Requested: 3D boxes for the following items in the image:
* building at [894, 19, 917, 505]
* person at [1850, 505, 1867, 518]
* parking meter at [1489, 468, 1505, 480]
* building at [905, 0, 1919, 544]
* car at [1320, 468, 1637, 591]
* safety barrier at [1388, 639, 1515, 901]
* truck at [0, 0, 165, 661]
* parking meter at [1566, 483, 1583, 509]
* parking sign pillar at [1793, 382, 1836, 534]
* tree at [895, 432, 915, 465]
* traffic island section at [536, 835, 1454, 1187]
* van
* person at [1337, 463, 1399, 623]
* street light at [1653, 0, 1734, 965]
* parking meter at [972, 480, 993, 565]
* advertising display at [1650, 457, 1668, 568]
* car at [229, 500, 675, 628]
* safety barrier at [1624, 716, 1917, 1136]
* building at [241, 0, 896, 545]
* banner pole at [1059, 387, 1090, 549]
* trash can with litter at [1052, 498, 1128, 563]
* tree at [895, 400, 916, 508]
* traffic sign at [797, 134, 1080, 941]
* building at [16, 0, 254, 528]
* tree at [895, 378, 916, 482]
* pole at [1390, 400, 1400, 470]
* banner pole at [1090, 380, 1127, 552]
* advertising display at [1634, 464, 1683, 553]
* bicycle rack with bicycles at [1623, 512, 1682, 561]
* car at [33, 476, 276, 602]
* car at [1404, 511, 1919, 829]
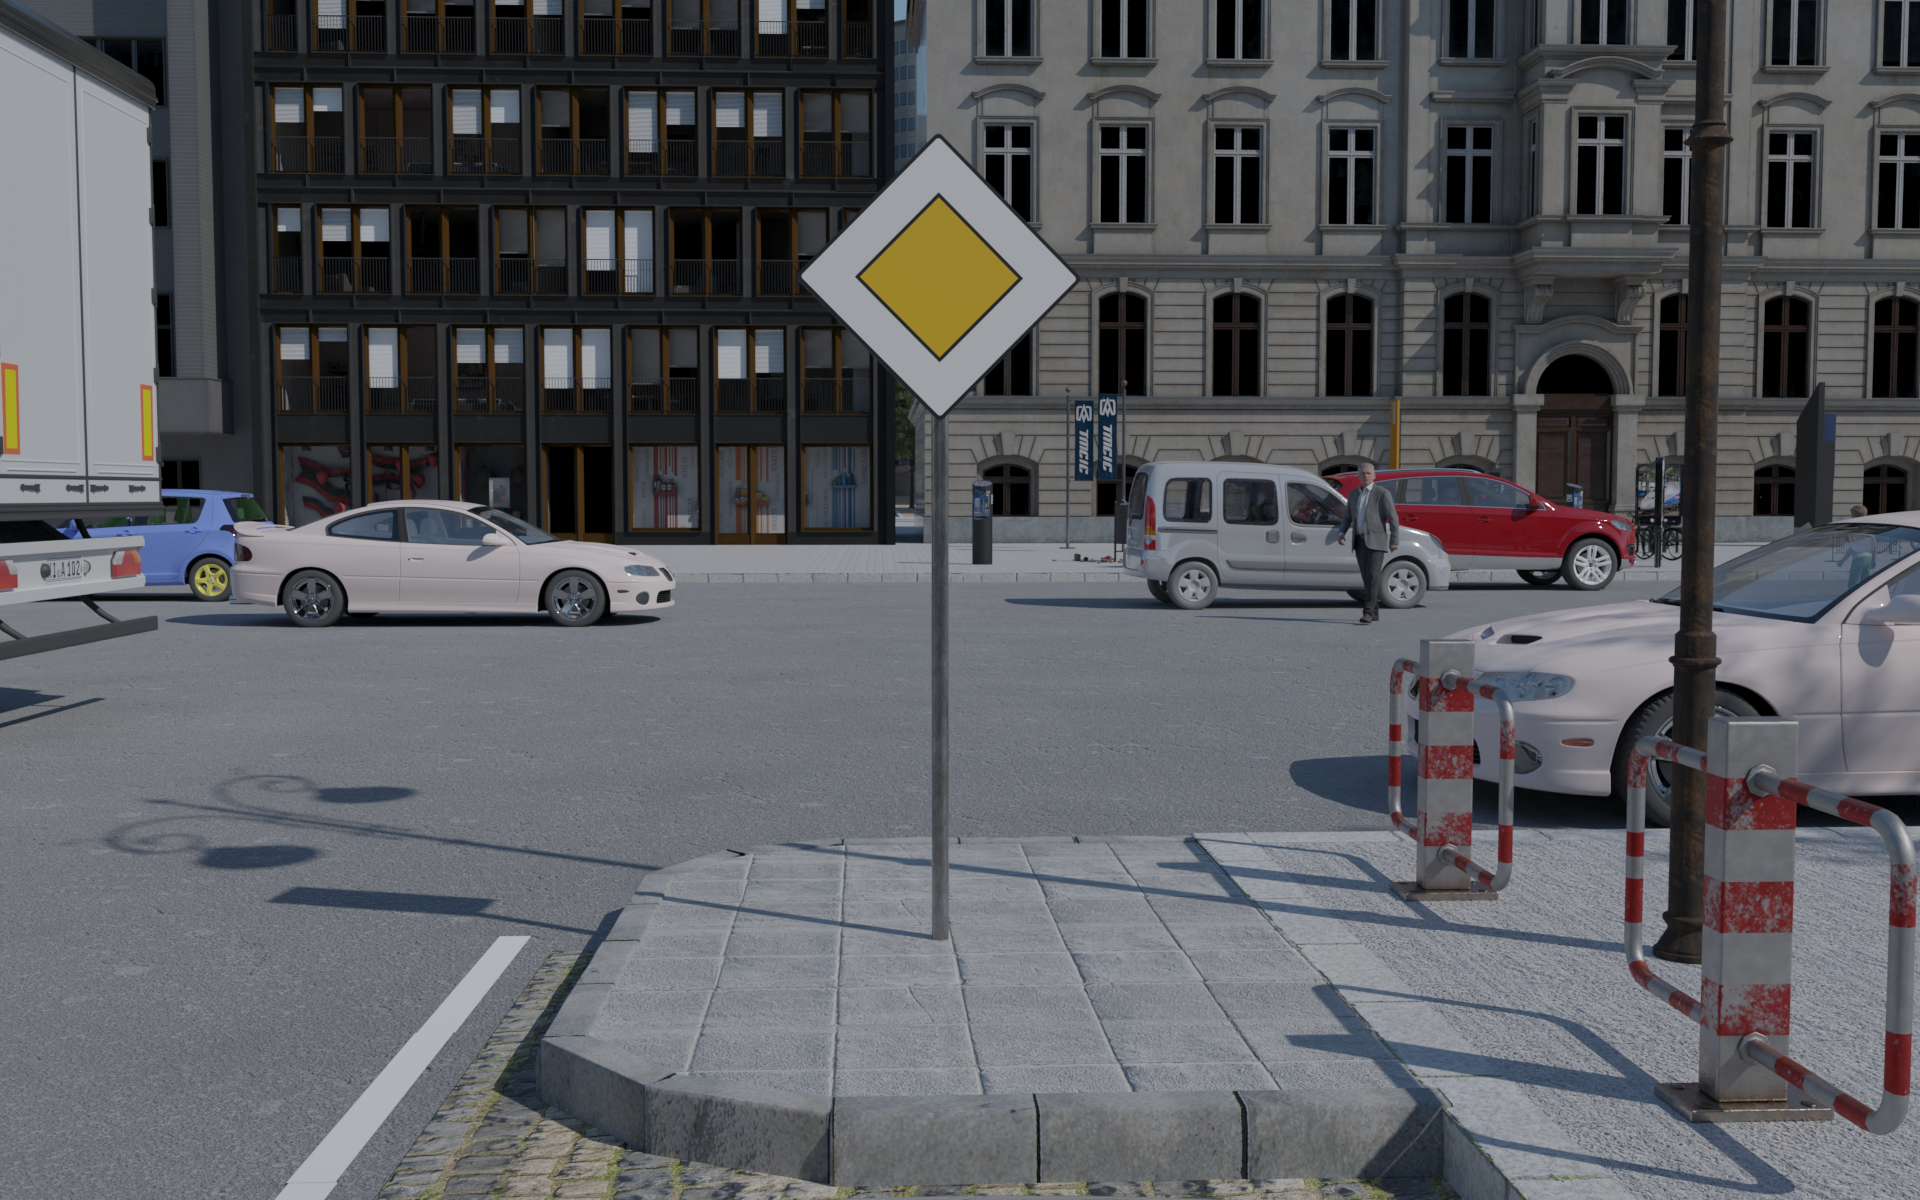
[{"bbox_3d":[1.971,-41.008,212.481,28.212,58.520,21.231,0,4,-3],"label":"building"},{"bbox_3d":[10.839,-0.489,20.750,0.306,1.304,0.590,-3,5,-44],"label":"person"},{"bbox_3d":[11.980,-2.017,38.695,0.255,1.863,0.399,3,4,36],"label":"parking meter"},{"bbox_3d":[15.728,-14.123,49.995,34.723,24.649,14.460,0,4,-3],"label":"building"},{"bbox_3d":[7.620,-1.084,26.395,5.304,1.827,2.281,0,4,-5],"label":"car"},{"bbox_3d":[1.546,0.536,5.519,0.300,0.817,1.120,0,4,-3],"label":"safety barrier"},{"bbox_3d":[-10.947,-1.305,10.252,11.283,4.237,2.839,0,4,-4],"label":"truck"},{"bbox_3d":[14.215,-1.938,40.091,0.372,1.533,0.369,0,3,0],"label":"parking meter"},{"bbox_3d":[20.889,-3.294,42.336,1.447,3.967,1.447,0,4,5],"label":"parking sign pillar"},{"bbox_3d":[-3.135,-12.649,141.227,7.601,10.594,8.767,3,5,39],"label":"tree"},{"bbox_3d":[-0.037,1.056,5.012,2.009,0.180,2.903,0,4,-3],"label":"traffic island section"},{"bbox_3d":[4.179,-0.931,22.231,4.112,2.044,2.013,0,4,-4],"label":"van"},{"bbox_3d":[4.502,-0.631,19.213,0.661,1.777,0.834,2,4,34],"label":"person"},{"bbox_3d":[2.020,-1.947,4.629,0.468,5.910,1.993,0,4,-3],"label":"street light"},{"bbox_3d":[0.408,-1.415,31.541,0.372,1.533,0.369,0,3,0],"label":"parking meter"},{"bbox_3d":[12.310,-1.546,30.486,0.123,1.923,0.974,2,4,25],"label":"advertising display"},{"bbox_3d":[-5.633,-0.434,19.455,4.827,1.381,2.083,0,4,-2],"label":"car"},{"bbox_3d":[1.636,0.653,3.597,0.300,0.817,1.120,0,4,-3],"label":"safety barrier"},{"bbox_3d":[-9.801,-13.387,48.549,15.834,23.373,12.332,0,4,-3],"label":"building"},{"bbox_3d":[2.757,-3.098,40.666,0.863,3.779,0.401,-1,4,-11],"label":"banner pole"},{"bbox_3d":[2.856,-1.331,32.819,2.233,1.210,1.678,2,4,28],"label":"trash can with litter"},{"bbox_3d":[-4.103,-15.255,156.837,7.806,13.903,7.818,0,3,0],"label":"tree"},{"bbox_3d":[-0.060,-0.079,4.933,0.795,2.450,0.064,0,4,-3],"label":"traffic sign"},{"bbox_3d":[-32.833,-14.009,48.114,30.058,24.678,14.314,0,4,-3],"label":"building"},{"bbox_3d":[-1.903,-11.217,105.446,6.751,12.117,7.091,0,3,0],"label":"tree"},{"bbox_3d":[9.428,-2.677,37.610,0.158,3.312,0.155,0,3,0],"label":"pole"},{"bbox_3d":[3.392,-2.942,38.125,0.863,3.779,0.401,-1,4,-19],"label":"banner pole"},{"bbox_3d":[15.259,-1.996,37.847,0.974,1.923,0.123,0,4,2],"label":"advertising display"},{"bbox_3d":[13.495,-1.289,34.460,2.852,0.926,2.925,-1,4,-17],"label":"bicycle rack with bicycles"},{"bbox_3d":[-11.228,-0.862,23.688,3.694,1.707,1.945,0,4,-2],"label":"car"},{"bbox_3d":[4.566,0.253,8.223,4.827,1.381,2.083,0,4,-2],"label":"car"}]
